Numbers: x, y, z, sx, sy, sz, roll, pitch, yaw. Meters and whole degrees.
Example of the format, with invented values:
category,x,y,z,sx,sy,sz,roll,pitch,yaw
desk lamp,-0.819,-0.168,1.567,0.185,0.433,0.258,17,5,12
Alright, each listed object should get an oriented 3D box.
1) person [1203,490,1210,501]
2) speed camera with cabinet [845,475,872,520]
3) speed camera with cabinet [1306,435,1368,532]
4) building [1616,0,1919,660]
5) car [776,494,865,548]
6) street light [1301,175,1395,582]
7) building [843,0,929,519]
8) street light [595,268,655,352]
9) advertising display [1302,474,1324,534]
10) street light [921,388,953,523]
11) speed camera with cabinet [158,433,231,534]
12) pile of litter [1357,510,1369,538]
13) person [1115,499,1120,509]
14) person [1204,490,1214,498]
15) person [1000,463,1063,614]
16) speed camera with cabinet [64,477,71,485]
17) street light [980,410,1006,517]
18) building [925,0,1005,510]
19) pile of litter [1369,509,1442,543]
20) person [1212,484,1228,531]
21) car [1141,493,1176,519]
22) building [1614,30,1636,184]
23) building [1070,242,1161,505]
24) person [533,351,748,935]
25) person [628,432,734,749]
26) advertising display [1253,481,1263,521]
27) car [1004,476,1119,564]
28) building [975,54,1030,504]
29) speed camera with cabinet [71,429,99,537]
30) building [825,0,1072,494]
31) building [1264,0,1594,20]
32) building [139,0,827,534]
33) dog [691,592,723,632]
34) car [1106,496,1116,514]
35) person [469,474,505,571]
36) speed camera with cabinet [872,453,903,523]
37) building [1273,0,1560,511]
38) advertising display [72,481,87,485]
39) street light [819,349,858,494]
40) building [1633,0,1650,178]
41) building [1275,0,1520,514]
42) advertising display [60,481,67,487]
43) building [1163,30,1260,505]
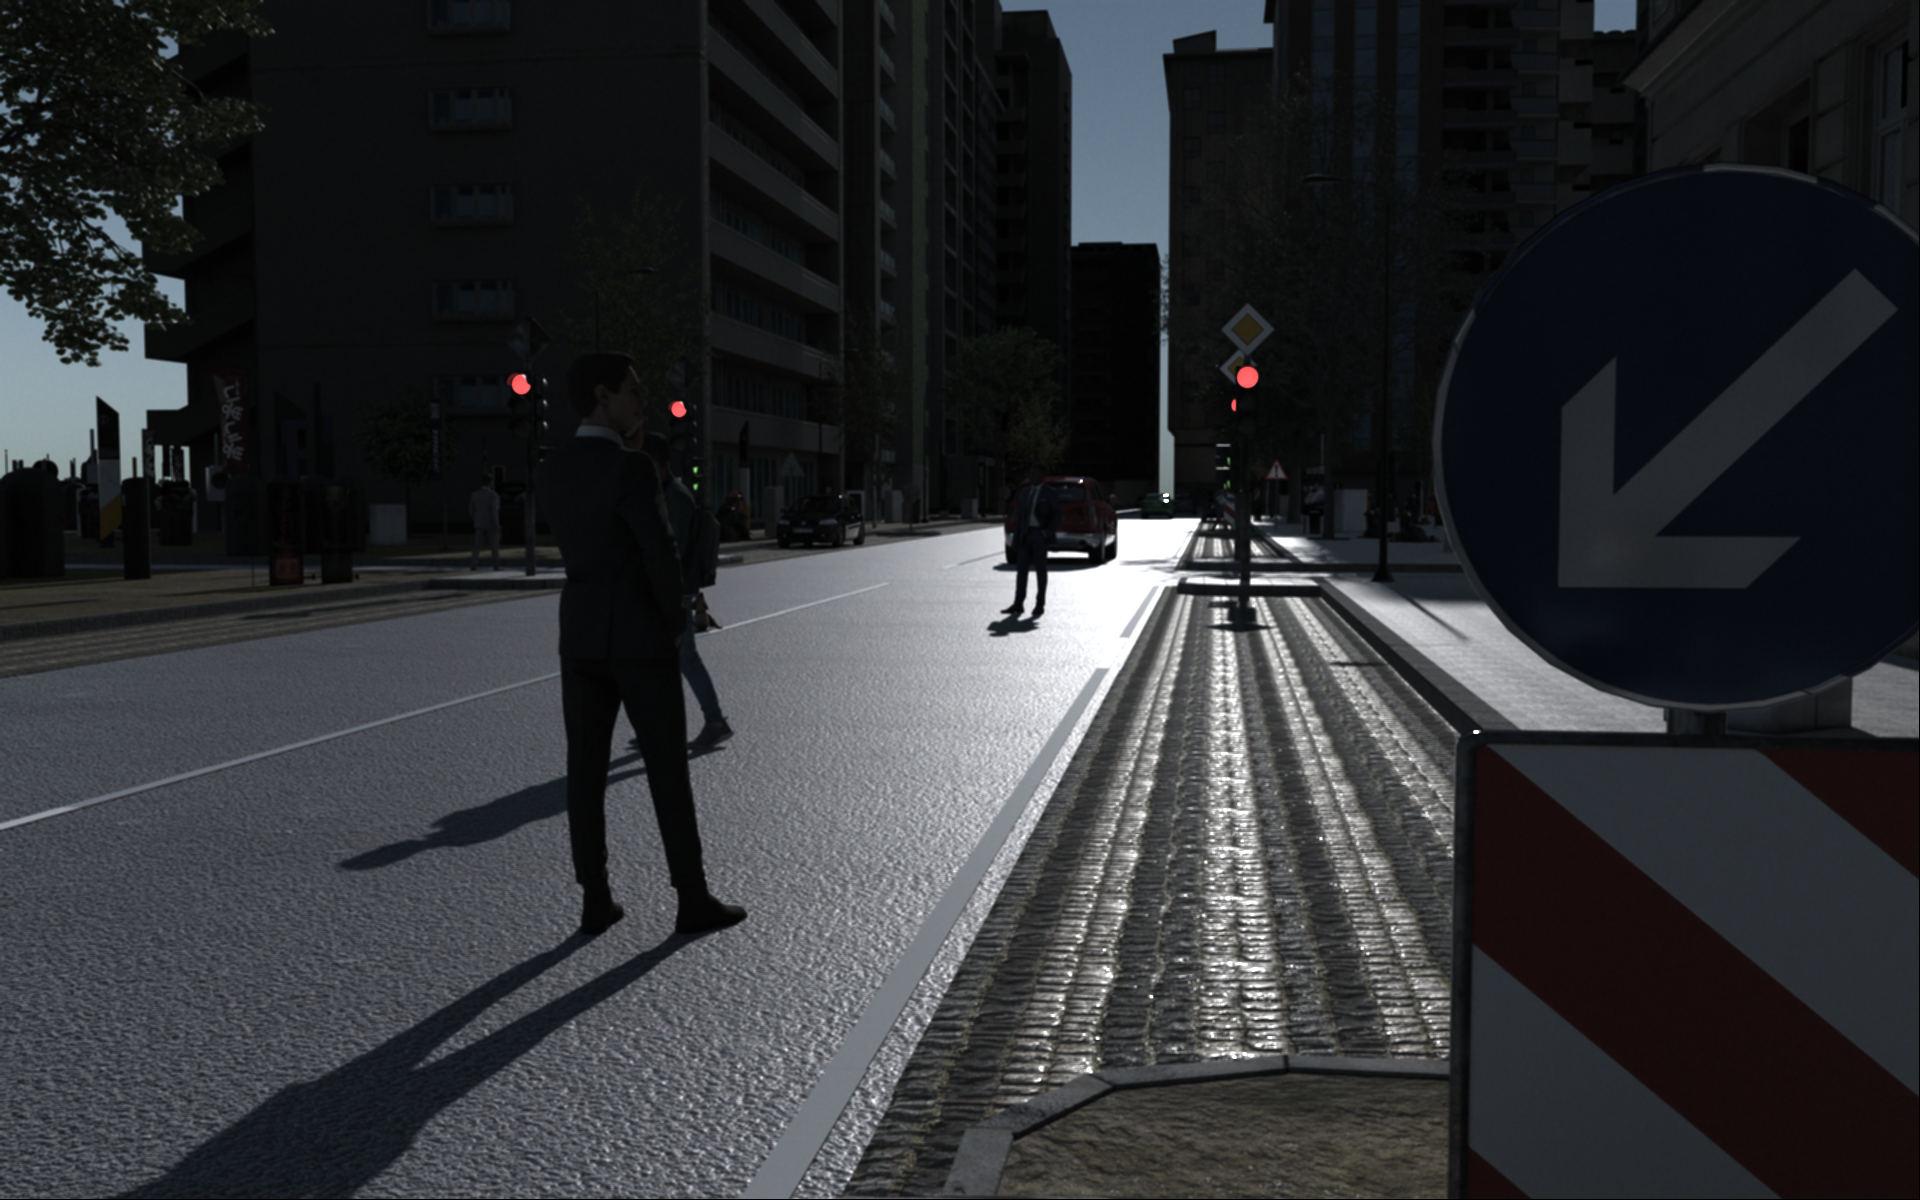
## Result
category,x,y,z,sx,sy,sz,roll,pitch,yaw
person,20.518,-8.253,144.230,0.721,1.735,1.217,2,4,28
speed camera with cabinet,-4.588,-5.374,82.203,2.038,3.252,0.660,-2,4,-29
speed camera with cabinet,12.636,-3.897,58.053,2.038,3.252,0.660,-1,4,-18
building,13.859,-10.604,6.665,16.112,22.955,30.059,1,4,8
car,-3.765,-2.283,47.109,2.009,1.686,4.222,1,4,9
street light,5.670,-3.228,25.316,1.470,5.913,1.316,1,4,8
building,-9.705,-24.880,90.380,14.154,41.232,14.086,1,4,8
street light,-6.961,-3.870,35.810,1.470,5.913,1.316,1,4,8
advertising display,11.416,-3.086,55.674,0.123,1.923,0.974,-3,4,-38
street light,-1.022,-6.324,75.938,1.470,5.913,1.316,1,4,8
speed camera with cabinet,-24.608,-3.758,55.775,2.038,3.252,0.660,-2,4,-34
pile of litter,12.236,-2.236,50.520,1.176,0.858,1.719,0,4,-5
person,15.312,-9.624,169.081,0.991,1.433,0.599,-3,5,-44
person,22.521,-8.998,155.635,1.348,1.821,0.705,1,4,15
person,0.885,-0.739,20.758,0.721,1.800,0.419,2,4,31
speed camera with cabinet,-49.253,-6.151,94.896,2.038,3.252,0.660,0,4,5
street light,1.827,-7.559,96.136,1.470,5.913,1.316,1,4,8
building,-7.508,-41.742,120.732,20.563,71.187,20.611,1,4,8
pile of litter,12.068,-1.983,46.384,1.176,0.858,1.719,-2,4,-31
person,9.261,-3.234,61.473,0.679,1.850,0.850,-3,5,-40
car,11.502,-5.607,100.475,1.959,1.807,4.718,1,4,9
building,65.163,-37.361,200.095,27.495,52.752,28.713,1,4,8
building,16.174,-26.298,201.672,14.107,30.474,14.160,1,4,8
person,-1.092,0.129,5.758,0.648,1.900,0.474,2,4,27
person,-1.663,-0.060,9.836,0.721,1.781,0.623,-2,4,-35
advertising display,14.509,-4.842,84.385,0.123,1.923,0.974,-1,4,-10
car,2.227,-1.745,37.205,2.281,1.827,5.304,1,4,10
building,-9.906,-27.739,145.408,32.217,40.220,23.993,1,4,8
speed camera with cabinet,-26.075,-3.538,52.186,0.660,3.252,2.038,-1,4,-14
building,-0.253,-33.611,173.240,21.600,48.544,21.300,1,4,8
building,43.471,-35.161,164.124,28.713,52.752,27.495,1,4,8
building,-17.088,-27.001,65.167,21.300,48.544,21.600,1,4,8
dog,-2.646,0.117,18.283,0.550,0.427,0.748,3,4,37
car,7.952,-5.292,99.103,1.945,1.354,3.894,1,4,10
person,-8.336,-1.323,30.404,0.678,1.792,0.850,1,4,16
speed camera with cabinet,-3.186,-5.144,78.432,0.660,3.252,2.038,-1,4,-23
building,35.515,-36.311,135.681,21.231,58.520,28.212,1,4,8
advertising display,-42.811,-4.854,84.570,0.123,1.923,0.974,2,4,35
street light,-3.961,-5.088,55.726,1.470,5.913,1.316,1,4,8
building,74.528,-44.330,163.049,20.611,71.187,20.563,1,4,8
building,28.378,-28.426,114.871,14.600,45.320,14.200,1,4,8
advertising display,-43.152,-4.739,82.704,0.974,1.923,0.123,-3,4,-38
building,38.100,-37.663,205.036,27.495,52.752,28.713,1,4,8
